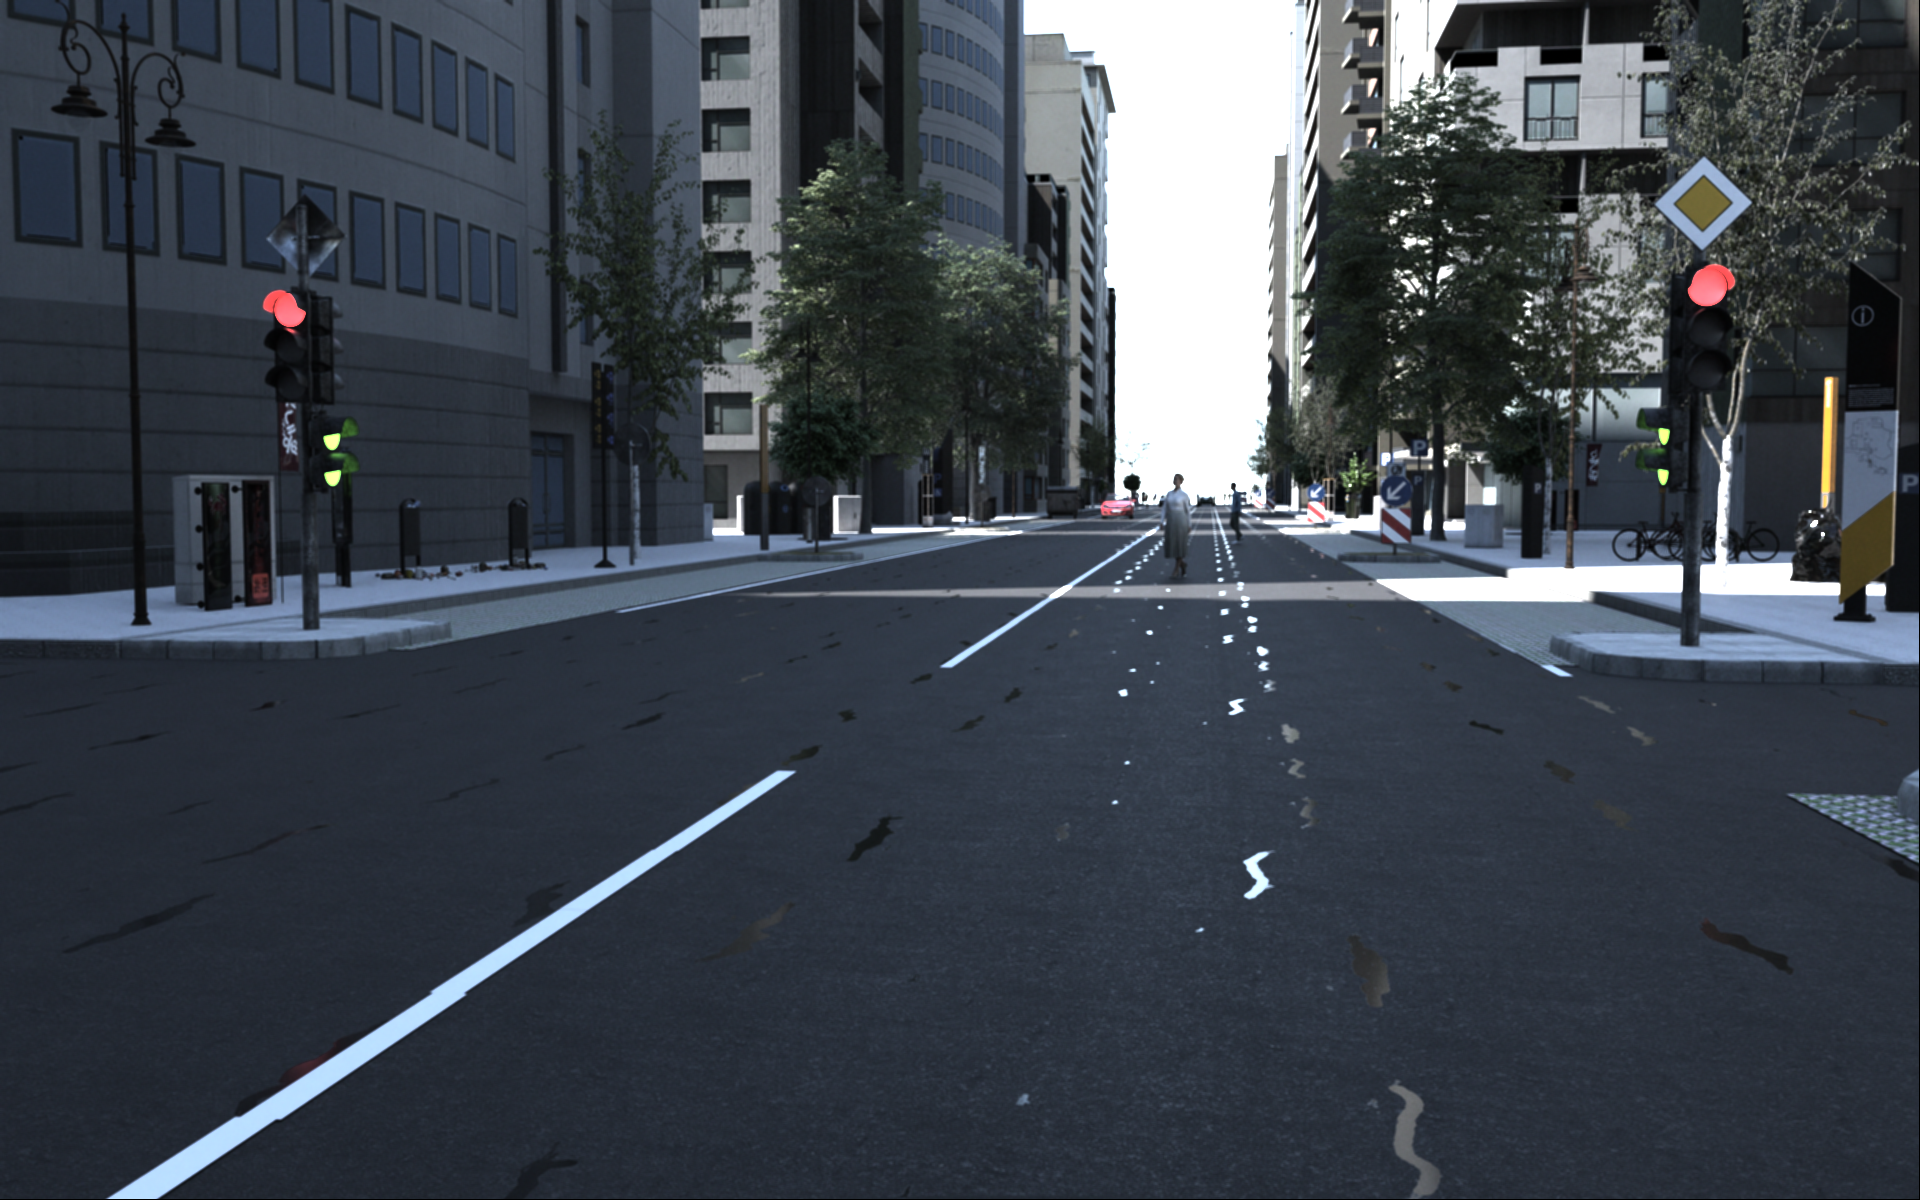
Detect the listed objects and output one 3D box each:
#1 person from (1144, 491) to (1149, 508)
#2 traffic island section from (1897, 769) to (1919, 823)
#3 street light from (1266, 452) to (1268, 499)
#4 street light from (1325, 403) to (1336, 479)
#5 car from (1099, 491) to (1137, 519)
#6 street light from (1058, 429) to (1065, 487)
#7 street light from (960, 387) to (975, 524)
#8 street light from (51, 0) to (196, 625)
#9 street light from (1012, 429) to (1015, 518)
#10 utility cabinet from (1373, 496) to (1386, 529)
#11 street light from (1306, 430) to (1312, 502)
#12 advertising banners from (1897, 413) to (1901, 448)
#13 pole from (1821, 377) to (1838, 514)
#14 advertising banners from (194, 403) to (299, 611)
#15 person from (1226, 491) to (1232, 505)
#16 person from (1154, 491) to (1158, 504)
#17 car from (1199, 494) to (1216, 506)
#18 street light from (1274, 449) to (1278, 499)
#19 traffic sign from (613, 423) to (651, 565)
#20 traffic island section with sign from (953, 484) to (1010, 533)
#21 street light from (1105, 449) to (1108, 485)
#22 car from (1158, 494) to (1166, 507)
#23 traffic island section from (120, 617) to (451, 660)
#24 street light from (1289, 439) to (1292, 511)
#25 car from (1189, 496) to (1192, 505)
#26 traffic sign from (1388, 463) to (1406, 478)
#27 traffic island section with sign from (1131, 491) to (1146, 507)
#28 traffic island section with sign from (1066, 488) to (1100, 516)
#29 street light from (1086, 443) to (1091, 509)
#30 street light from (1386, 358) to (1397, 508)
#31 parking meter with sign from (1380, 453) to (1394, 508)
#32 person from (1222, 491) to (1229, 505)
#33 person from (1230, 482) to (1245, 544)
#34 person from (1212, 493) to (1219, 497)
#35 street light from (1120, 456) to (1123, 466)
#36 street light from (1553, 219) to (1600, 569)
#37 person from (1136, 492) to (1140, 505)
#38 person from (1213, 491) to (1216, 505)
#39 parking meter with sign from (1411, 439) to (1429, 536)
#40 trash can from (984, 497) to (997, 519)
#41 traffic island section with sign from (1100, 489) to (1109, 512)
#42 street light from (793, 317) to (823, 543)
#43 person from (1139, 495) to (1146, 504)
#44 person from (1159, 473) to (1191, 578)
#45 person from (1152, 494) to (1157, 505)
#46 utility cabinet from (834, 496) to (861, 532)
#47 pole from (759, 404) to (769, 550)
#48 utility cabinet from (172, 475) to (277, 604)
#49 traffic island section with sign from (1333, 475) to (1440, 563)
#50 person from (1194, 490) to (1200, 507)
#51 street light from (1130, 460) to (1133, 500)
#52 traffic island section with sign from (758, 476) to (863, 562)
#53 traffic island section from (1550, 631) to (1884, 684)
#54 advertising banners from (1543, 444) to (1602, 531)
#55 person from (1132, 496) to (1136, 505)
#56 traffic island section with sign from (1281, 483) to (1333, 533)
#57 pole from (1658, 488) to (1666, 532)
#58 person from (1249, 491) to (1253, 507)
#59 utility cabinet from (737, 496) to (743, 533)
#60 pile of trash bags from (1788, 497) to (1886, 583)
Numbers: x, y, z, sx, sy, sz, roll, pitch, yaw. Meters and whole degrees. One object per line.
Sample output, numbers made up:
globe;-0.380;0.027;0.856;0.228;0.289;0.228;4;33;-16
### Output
person;19.153;-10.315;177.979;0.721;1.723;1.217;2;4;23
traffic island section;5.053;0.950;6.744;2.009;0.180;2.903;1;4;8
street light;33.043;-13.063;186.371;0.468;5.910;1.993;1;4;8
street light;18.727;-7.030;87.727;0.468;5.910;1.993;1;4;8
car;9.072;-5.534;99.524;2.155;1.783;4.494;0;4;6
street light;7.053;-9.081;121.263;0.468;5.910;1.993;1;4;8
street light;0.295;-6.218;74.446;0.468;5.910;1.993;1;4;8
street light;-8.032;-2.693;16.812;0.468;5.910;1.993;1;4;8
street light;2.877;-7.327;92.590;0.468;5.910;1.993;1;4;8
utility cabinet;15.360;-3.195;63.408;0.306;1.237;1.020;0;4;4
street light;21.410;-8.142;105.911;0.468;5.910;1.993;1;4;8
advertising banners;20.120;-2.493;36.941;0.090;3.025;2.074;1;4;18
pole;15.233;-2.234;30.362;0.158;3.312;0.155;0;3;0
advertising banners;-8.065;-1.443;19.784;0.090;3.025;2.074;1;4;11
person;36.889;-13.985;237.245;0.705;1.812;1.348;-2;4;-34
person;28.133;-14.680;248.390;0.709;1.838;0.599;2;4;28
car;29.772;-12.067;209.098;2.131;1.459;4.920;1;4;10
street light;29.815;-11.698;164.052;0.468;5.910;1.993;1;4;8
traffic sign;-5.915;-1.898;31.142;0.768;2.556;0.104;1;4;17
traffic island section with sign;0.838;-3.446;64.969;1.989;1.847;2.006;1;4;8
street light;14.758;-12.371;175.059;0.468;5.910;1.993;1;4;8
car;23.501;-11.449;196.983;2.009;1.686;4.222;1;4;10
traffic island section;-6.168;0.358;16.431;2.009;0.180;2.903;1;4;8
street light;25.729;-9.925;135.068;0.468;5.910;1.993;1;4;8
car;29.116;-13.039;224.993;2.131;1.459;4.920;0;4;8
traffic sign;14.189;-3.316;56.349;0.606;2.300;0.079;1;4;9
traffic island section with sign;19.888;-11.512;196.847;1.989;1.847;2.006;1;4;8
traffic island section with sign;8.082;-6.508;115.029;1.989;1.847;2.006;1;4;8
street light;11.093;-10.853;150.236;0.468;5.910;1.993;1;4;8
street light;14.538;-5.237;58.415;0.468;5.910;1.993;1;4;8
parking meter with sign;17.803;-4.662;72.490;0.543;3.016;1.738;1;4;18
person;34.056;-13.114;222.924;1.348;1.822;0.705;3;4;37
person;7.997;-2.517;49.992;0.444;1.785;0.601;1;4;9
person;36.219;-14.474;245.824;1.217;1.739;0.721;1;4;20
street light;18.960;-14.140;203.982;0.468;5.910;1.993;1;4;8
street light;10.402;-3.462;29.386;0.468;5.910;1.993;1;4;8
person;22.554;-12.832;218.976;0.621;1.740;0.551;-1;4;-23
person;32.934;-13.174;223.862;0.705;1.831;1.348;0;4;0
parking meter with sign;14.334;-3.547;54.247;0.543;3.016;1.738;1;4;18
trash can;1.560;-4.750;89.323;0.748;1.137;0.748;0;3;0
traffic island section with sign;11.972;-8.158;142.018;1.989;1.847;2.006;1;4;8
street light;-3.957;-4.439;45.365;0.468;5.910;1.993;1;4;8
person;23.961;-13.323;226.428;1.348;1.812;0.705;2;4;35
person;3.738;-1.282;29.690;0.478;1.798;0.641;3;5;42
person;25.631;-13.221;227.901;0.697;1.427;0.421;1;4;16
utility cabinet;-3.765;-2.885;58.330;1.020;1.237;0.306;-3;4;-38
pole;-4.470;-2.793;39.515;0.158;3.312;0.155;0;3;0
utility cabinet;-8.669;-0.719;20.429;0.318;1.500;1.173;2;4;29
traffic island section with sign;9.079;-1.725;36.827;1.989;1.847;2.006;1;4;8
person;25.884;-11.037;188.939;0.705;1.826;1.348;2;4;35
street light;23.100;-15.926;233.169;0.468;5.910;1.993;1;4;8
traffic island section with sign;-3.150;-1.755;37.322;1.989;1.847;2.006;1;4;8
traffic island section;6.194;0.467;14.647;2.009;0.180;2.903;1;4;8
advertising banners;21.236;-3.913;60.170;2.074;3.025;0.090;0;4;1
person;20.474;-11.905;203.818;0.551;1.740;0.621;-3;4;-38
traffic island section with sign;13.008;-3.389;64.038;1.989;1.847;2.006;1;4;8
pole;23.915;-3.982;58.944;0.158;3.312;0.155;0;3;0
person;32.023;-11.133;190.528;0.705;1.824;1.348;0;4;-1
utility cabinet;-6.907;-2.858;57.894;1.020;1.237;0.306;-2;4;-25
pile of trash bags;13.747;-1.011;26.282;1.912;1.369;3.447;2;4;33
